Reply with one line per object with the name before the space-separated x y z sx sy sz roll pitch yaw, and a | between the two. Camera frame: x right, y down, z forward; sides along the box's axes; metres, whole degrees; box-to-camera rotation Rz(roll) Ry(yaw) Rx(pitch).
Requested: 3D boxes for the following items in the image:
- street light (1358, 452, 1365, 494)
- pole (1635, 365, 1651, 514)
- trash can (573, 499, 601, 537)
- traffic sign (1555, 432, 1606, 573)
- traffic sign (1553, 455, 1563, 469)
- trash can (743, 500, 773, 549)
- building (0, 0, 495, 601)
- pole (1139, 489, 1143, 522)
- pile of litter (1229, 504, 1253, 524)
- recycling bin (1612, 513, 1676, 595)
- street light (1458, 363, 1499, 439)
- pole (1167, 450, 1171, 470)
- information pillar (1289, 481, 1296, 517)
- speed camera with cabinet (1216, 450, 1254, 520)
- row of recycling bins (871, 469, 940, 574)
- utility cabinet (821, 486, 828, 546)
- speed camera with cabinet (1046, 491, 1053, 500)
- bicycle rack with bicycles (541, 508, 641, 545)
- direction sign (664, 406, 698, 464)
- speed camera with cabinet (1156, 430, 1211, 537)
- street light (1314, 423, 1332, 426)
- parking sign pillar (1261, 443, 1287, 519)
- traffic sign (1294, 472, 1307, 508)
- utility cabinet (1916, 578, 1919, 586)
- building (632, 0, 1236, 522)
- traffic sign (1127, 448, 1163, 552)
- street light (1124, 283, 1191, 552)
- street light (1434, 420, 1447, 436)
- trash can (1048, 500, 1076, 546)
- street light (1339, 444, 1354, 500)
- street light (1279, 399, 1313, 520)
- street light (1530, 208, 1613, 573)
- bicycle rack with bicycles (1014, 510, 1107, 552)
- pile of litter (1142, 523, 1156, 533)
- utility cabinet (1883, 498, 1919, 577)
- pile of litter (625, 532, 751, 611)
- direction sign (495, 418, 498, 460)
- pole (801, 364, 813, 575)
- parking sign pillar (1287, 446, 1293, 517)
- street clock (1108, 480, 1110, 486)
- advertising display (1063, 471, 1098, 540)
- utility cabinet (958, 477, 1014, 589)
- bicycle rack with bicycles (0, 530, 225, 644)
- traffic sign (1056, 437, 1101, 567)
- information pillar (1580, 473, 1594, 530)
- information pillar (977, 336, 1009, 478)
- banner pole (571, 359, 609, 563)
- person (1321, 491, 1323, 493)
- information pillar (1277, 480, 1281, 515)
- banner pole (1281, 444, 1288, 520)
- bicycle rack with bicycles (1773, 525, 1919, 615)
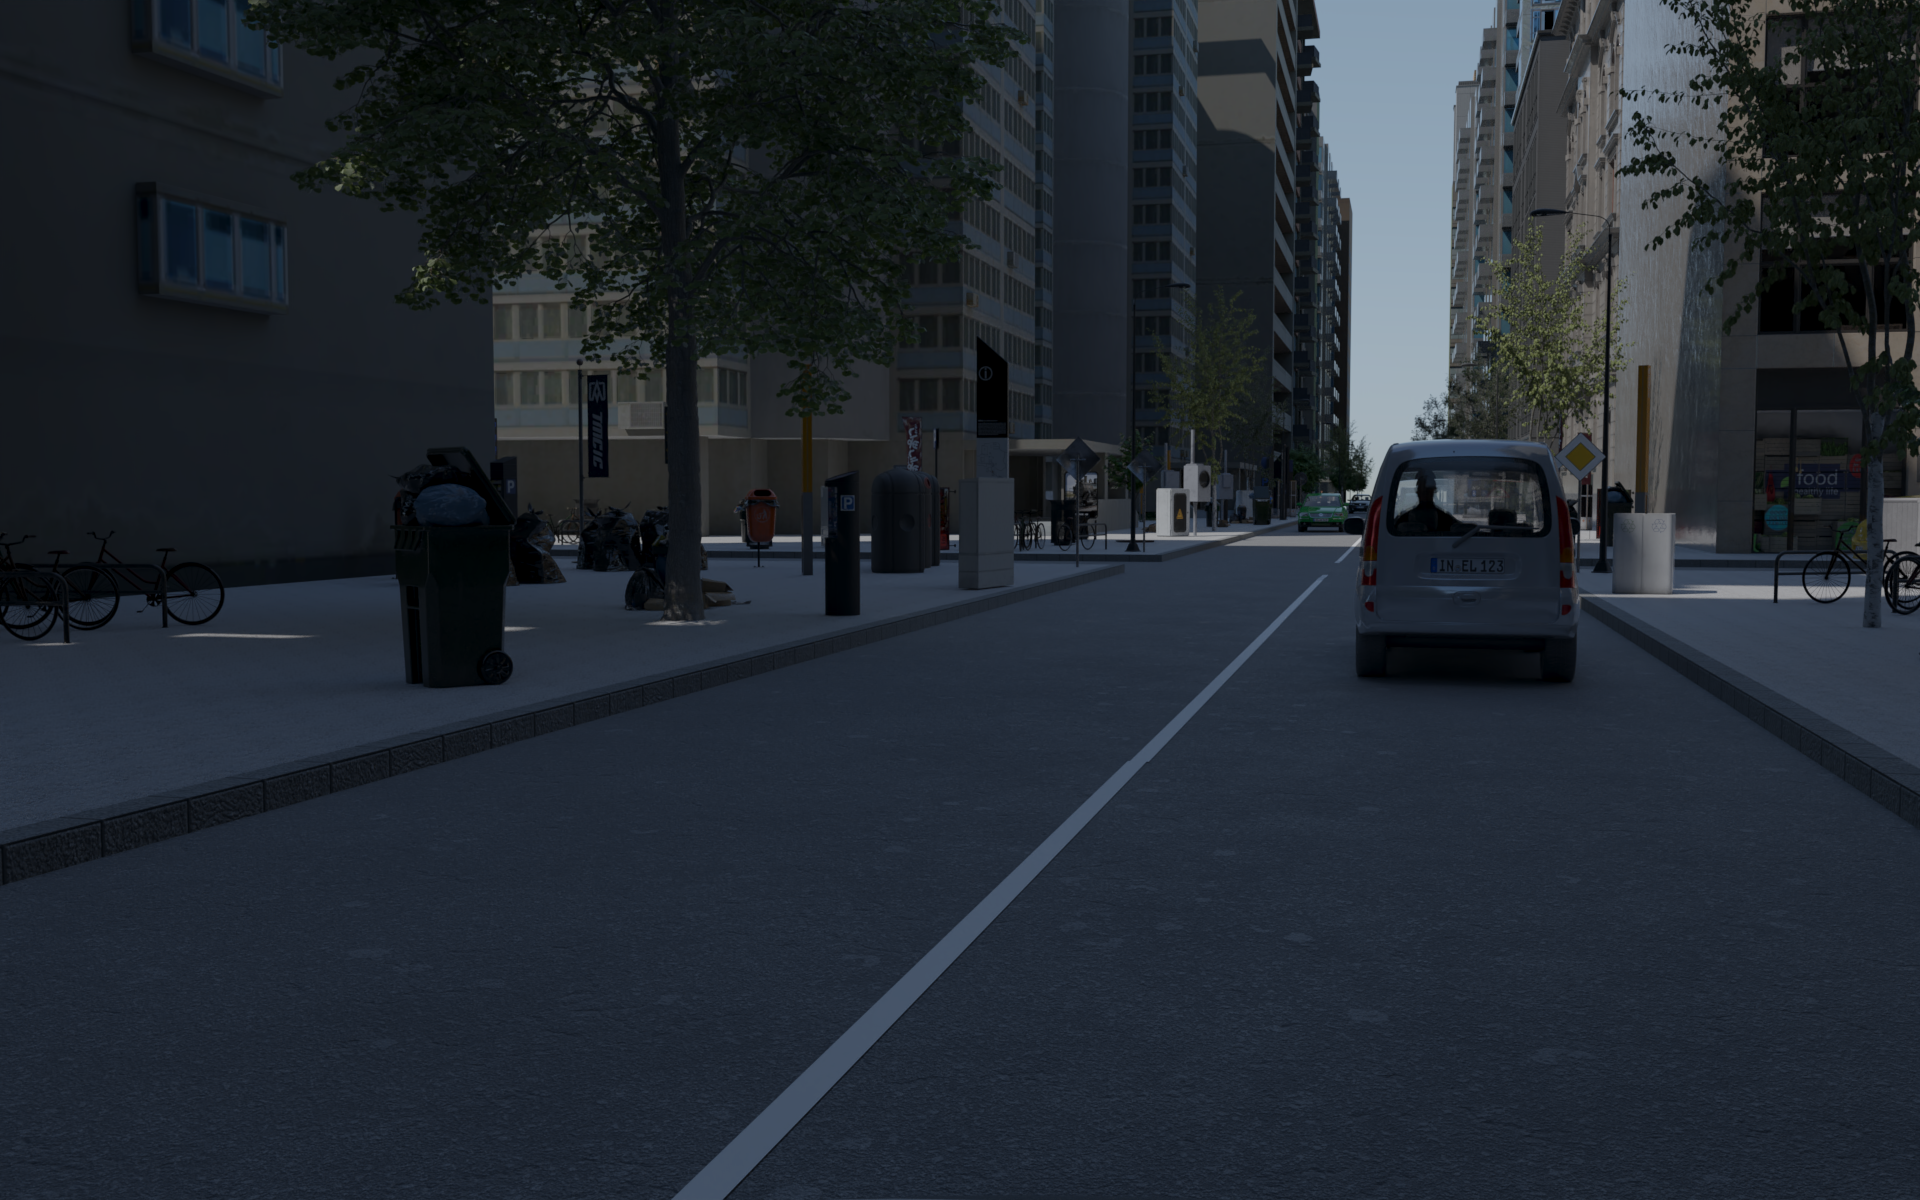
street light | 43.945 -13.454 192.509 1.470 5.913 1.316 1 4 14
pole | 10.834 -2.059 27.507 0.158 3.312 0.155 0 3 0
trash can | -10.336 -2.222 47.991 0.748 1.137 0.748 0 3 0
traffic sign | 10.089 -1.503 28.223 0.795 2.450 0.064 1 4 14
traffic sign | 12.079 -1.976 35.957 0.795 2.450 0.064 1 4 14
trash can | -4.668 -1.751 40.289 0.748 1.137 0.748 0 3 0
building | -21.015 -24.330 21.495 21.600 48.544 21.300 1 4 14
pole | 8.243 -5.189 78.676 0.158 3.312 0.155 0 3 0
pile of litter | 12.398 -3.747 75.228 1.719 0.858 1.176 0 4 -4
recycling bin | 8.879 -0.607 22.481 0.722 1.027 0.722 2 4 24
street light | 18.443 -5.432 61.356 1.470 5.913 1.316 1 4 14
pole | 9.734 -5.326 80.920 0.158 3.312 0.155 0 3 0
information pillar | 18.329 -5.558 95.362 0.304 2.012 0.304 0 4 -3
speed camera with cabinet | 12.479 -5.104 77.788 2.038 3.252 0.660 -1 4 -17
row of recycling bins | -0.945 -1.377 29.619 1.069 1.692 3.534 0 4 5
utility cabinet | -3.042 -2.011 41.560 0.318 1.500 1.173 -1 4 -21
speed camera with cabinet | 3.927 -5.771 88.695 0.660 3.252 2.038 3 5 41
bicycle rack with bicycles | -9.595 -1.917 44.723 2.925 0.926 2.852 -1 4 -15
direction sign | -7.215 -3.237 44.919 0.876 3.537 0.379 -1 4 -21
speed camera with cabinet | 6.813 -3.569 52.682 0.660 3.252 2.038 3 5 44
street light | 23.434 -8.569 112.637 1.470 5.913 1.316 1 4 14
parking sign pillar | 16.122 -6.260 90.821 1.447 3.967 1.447 1 4 21
traffic sign | 19.905 -6.188 101.272 0.768 2.556 0.104 1 4 23
utility cabinet | 13.838 -0.800 24.244 1.020 1.237 0.306 -2 4 -29
building | 0.918 -25.081 101.959 32.217 40.220 23.993 1 4 14
traffic sign | 4.051 -2.104 38.036 0.795 2.450 0.064 1 4 14
street light | 4.379 -4.022 38.307 1.470 5.913 1.316 1 4 14
street light | 30.517 -8.296 108.174 1.470 5.913 1.316 1 4 14
trash can | 2.566 -1.929 43.190 0.748 1.137 0.748 0 3 0
street light | 35.441 -11.421 159.275 1.470 5.913 1.316 1 4 14
street light | 16.431 -6.882 85.064 1.470 5.913 1.316 1 4 14
street light | 9.959 -3.405 28.209 1.470 5.913 1.316 1 4 14
bicycle rack with bicycles | 2.016 -1.601 39.556 2.852 0.926 2.925 2 4 27
pile of litter | 6.672 -2.716 58.364 1.176 0.858 1.719 2 4 27
utility cabinet | 15.207 -1.017 27.790 1.020 1.237 0.306 0 4 5
pile of litter | -3.097 -0.353 19.729 1.719 0.858 1.176 -3 4 -36
direction sign | -14.225 -3.646 51.614 0.876 3.537 0.379 -1 4 -15
pole | -2.416 -2.046 27.295 0.158 3.312 0.155 0 3 0
parking sign pillar | 18.420 -6.745 98.759 1.447 3.967 1.447 -2 4 -27
street clock | 6.707 -4.353 75.737 0.471 2.002 0.358 2 4 25
advertising display | 3.403 -2.663 48.760 0.974 1.923 0.123 0 4 -7
utility cabinet | 0.355 -0.915 23.631 0.318 1.500 1.173 2 4 26
bicycle rack with bicycles | -8.683 -0.152 15.875 2.925 0.926 2.852 0 4 2
traffic sign | 2.061 -1.631 30.302 0.795 2.450 0.064 1 4 14
information pillar | 22.241 -3.484 61.459 0.304 2.012 0.304 -2 4 -29
information pillar | 0.468 -2.096 25.620 0.504 3.616 0.183 1 4 13
banner pole | -6.824 -2.570 32.039 0.863 3.779 0.401 2 4 25
person | 39.778 -11.118 190.371 1.348 1.812 0.705 0 4 6
information pillar | 17.268 -5.435 93.350 0.304 2.012 0.304 0 4 -1
banner pole | 16.198 -5.918 86.771 0.401 3.779 0.863 2 4 24
bicycle rack with bicycles | 10.876 -0.385 19.669 2.925 0.926 2.852 -1 4 -15
